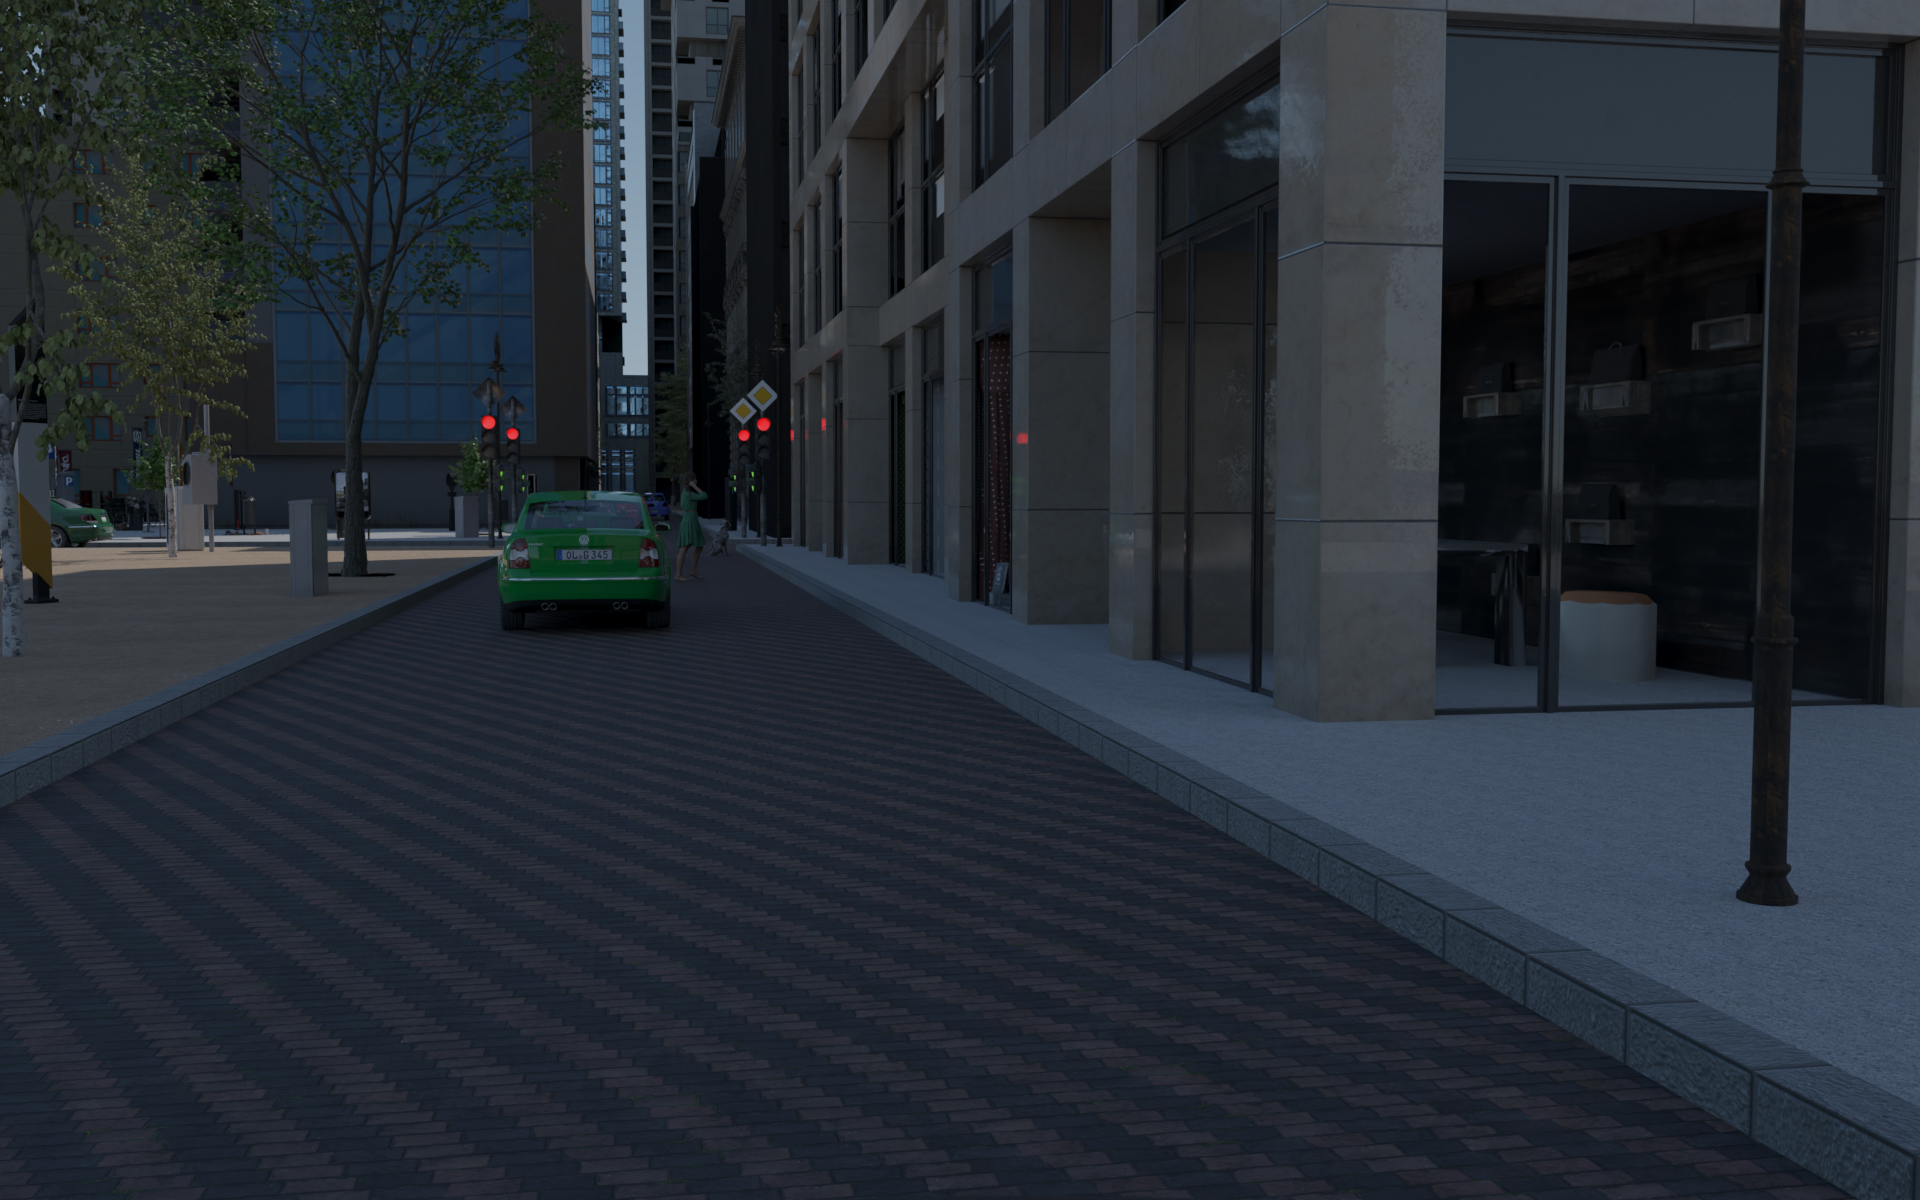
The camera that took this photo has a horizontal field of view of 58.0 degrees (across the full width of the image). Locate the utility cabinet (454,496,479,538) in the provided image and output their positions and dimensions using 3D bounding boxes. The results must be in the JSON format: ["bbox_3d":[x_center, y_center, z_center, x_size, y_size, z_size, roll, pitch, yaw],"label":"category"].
[{"bbox_3d":[-14.532,-2.438,51.022,0.306,1.237,1.020,1,4,9],"label":"utility cabinet"}]

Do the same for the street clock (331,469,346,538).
[{"bbox_3d":[-18.013,-2.801,50.366,0.471,2.002,0.358,1,4,19],"label":"street clock"}]

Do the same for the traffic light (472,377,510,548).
[{"bbox_3d":[-11.216,-3.211,41.428,0.839,4.253,0.868,-1,4,-10],"label":"traffic light"}]

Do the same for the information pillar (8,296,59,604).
[{"bbox_3d":[-10.820,-1.763,20.178,0.183,3.616,0.504,1,4,14],"label":"information pillar"}]

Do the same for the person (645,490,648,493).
[{"bbox_3d":[-27.766,-8.865,153.435,0.705,1.826,1.348,2,4,24],"label":"person"}]

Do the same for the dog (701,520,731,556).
[{"bbox_3d":[-5.710,-1.435,40.291,0.800,0.831,0.513,-1,4,-12],"label":"dog"}]

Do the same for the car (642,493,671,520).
[{"bbox_3d":[-16.943,-5.270,95.749,1.945,1.707,3.694,-1,4,-9],"label":"car"}]

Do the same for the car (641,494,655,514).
[{"bbox_3d":[-11.832,-3.179,61.011,2.155,1.783,4.494,-1,4,-10],"label":"car"}]

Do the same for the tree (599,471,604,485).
[{"bbox_3d":[-36.412,-11.313,168.687,4.285,4.588,4.351,0,3,0],"label":"tree"}]

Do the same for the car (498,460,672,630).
[{"bbox_3d":[-4.255,-0.670,19.748,1.959,1.807,4.718,-1,4,-11],"label":"car"}]

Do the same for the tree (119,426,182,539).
[{"bbox_3d":[-23.044,-3.378,49.836,1.663,3.219,1.824,0,3,0],"label":"tree"}]

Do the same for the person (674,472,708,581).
[{"bbox_3d":[-4.475,-1.214,28.594,0.529,1.795,0.600,-2,4,-25],"label":"person"}]

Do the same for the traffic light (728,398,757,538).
[{"bbox_3d":[-6.323,-3.765,50.470,0.839,4.253,0.868,-1,4,-10],"label":"traffic light"}]

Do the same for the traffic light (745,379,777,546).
[{"bbox_3d":[-4.866,-3.284,42.619,0.839,4.253,0.868,-1,4,-10],"label":"traffic light"}]

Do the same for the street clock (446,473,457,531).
[{"bbox_3d":[-17.600,-3.391,60.011,0.358,2.002,0.471,-3,5,-39],"label":"street clock"}]

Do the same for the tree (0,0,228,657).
[{"bbox_3d":[-7.557,-3.844,13.219,4.737,8.622,4.395,0,3,0],"label":"tree"}]

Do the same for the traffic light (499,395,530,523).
[{"bbox_3d":[-12.673,-3.692,49.280,0.839,4.253,0.868,-1,4,-10],"label":"traffic light"}]

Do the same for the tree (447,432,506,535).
[{"bbox_3d":[-15.084,-3.627,53.907,1.663,3.219,1.824,0,3,0],"label":"tree"}]

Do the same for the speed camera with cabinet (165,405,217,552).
[{"bbox_3d":[-17.243,-2.719,38.794,0.660,3.252,2.038,-3,5,-40],"label":"speed camera with cabinet"}]

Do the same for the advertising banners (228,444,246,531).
[{"bbox_3d":[-25.519,-3.970,61.103,0.090,3.025,2.074,-1,4,-9],"label":"advertising banners"}]

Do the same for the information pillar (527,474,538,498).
[{"bbox_3d":[-15.800,-3.641,64.027,0.304,2.012,0.304,0,4,6],"label":"information pillar"}]

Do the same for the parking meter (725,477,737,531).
[{"bbox_3d":[-7.960,-3.337,60.265,0.255,1.863,0.399,3,4,36],"label":"parking meter"}]

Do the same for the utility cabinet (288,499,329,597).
[{"bbox_3d":[-8.292,-0.666,22.046,0.306,1.237,1.020,-1,4,-10],"label":"utility cabinet"}]

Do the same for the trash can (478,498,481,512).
[{"bbox_3d":[-15.954,-2.732,56.320,0.748,1.137,0.748,0,3,0],"label":"trash can"}]

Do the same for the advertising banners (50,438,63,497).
[{"bbox_3d":[-28.437,-3.557,54.353,0.090,3.025,2.074,-2,4,-34],"label":"advertising banners"}]

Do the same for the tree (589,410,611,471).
[{"bbox_3d":[-26.010,-10.262,118.148,4.360,8.622,3.978,0,3,0],"label":"tree"}]

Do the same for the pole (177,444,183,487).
[{"bbox_3d":[-31.553,-4.668,70.168,0.158,3.312,0.155,0,3,0],"label":"pole"}]

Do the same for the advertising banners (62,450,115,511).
[{"bbox_3d":[-34.885,-4.463,69.162,2.074,3.025,0.090,-3,5,-43],"label":"advertising banners"}]

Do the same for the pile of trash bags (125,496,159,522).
[{"bbox_3d":[-37.580,-4.302,80.097,3.447,1.369,1.912,-3,4,-37],"label":"pile of trash bags"}]

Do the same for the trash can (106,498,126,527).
[{"bbox_3d":[-33.289,-3.468,68.351,0.748,1.137,0.748,0,3,0],"label":"trash can"}]

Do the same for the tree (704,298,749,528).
[{"bbox_3d":[-7.812,-7.019,65.123,4.360,8.622,3.978,0,3,0],"label":"tree"}]

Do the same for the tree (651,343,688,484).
[{"bbox_3d":[-19.443,-12.951,129.879,7.486,12.596,7.792,0,3,0],"label":"tree"}]

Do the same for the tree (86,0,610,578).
[{"bbox_3d":[-9.261,-6.173,26.685,9.928,11.665,9.643,0,3,0],"label":"tree"}]
